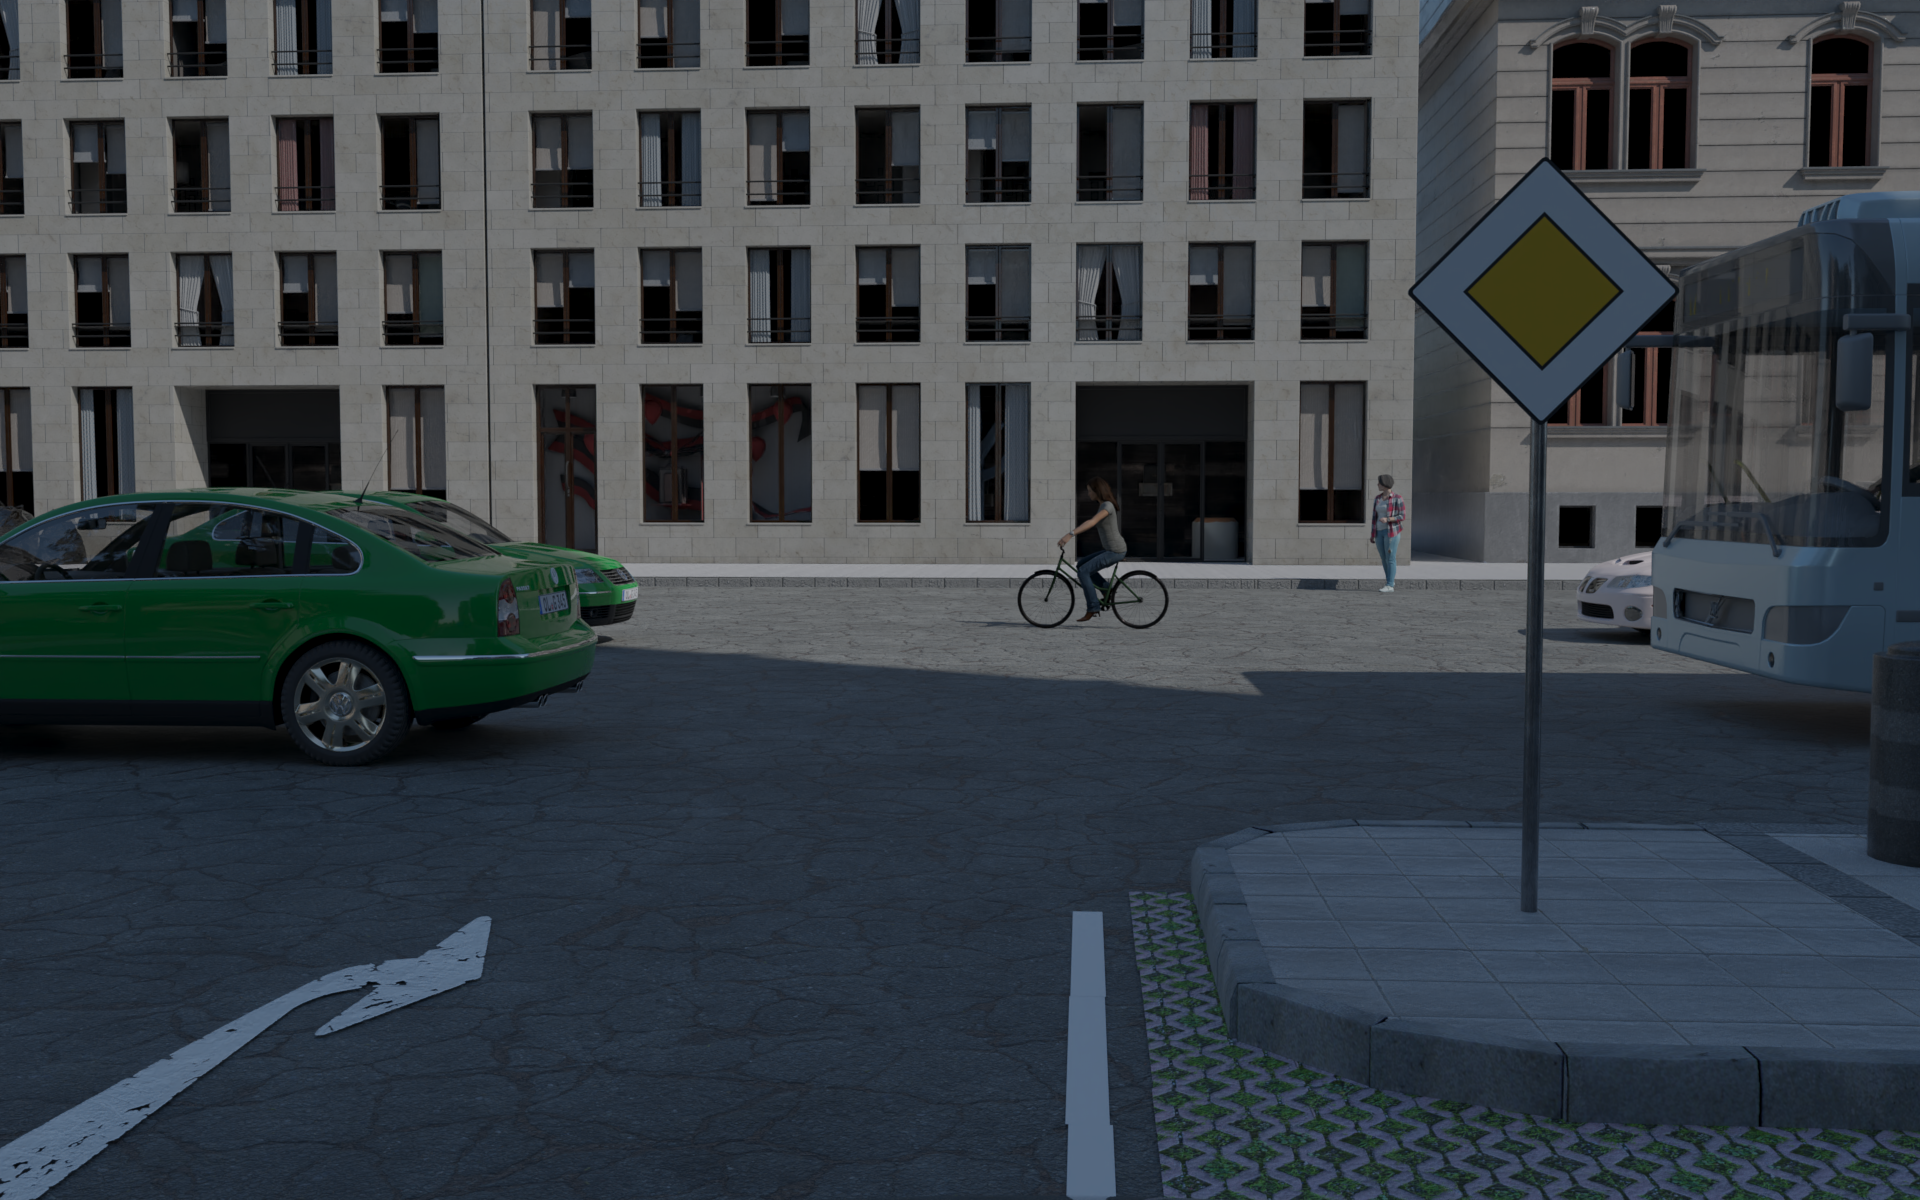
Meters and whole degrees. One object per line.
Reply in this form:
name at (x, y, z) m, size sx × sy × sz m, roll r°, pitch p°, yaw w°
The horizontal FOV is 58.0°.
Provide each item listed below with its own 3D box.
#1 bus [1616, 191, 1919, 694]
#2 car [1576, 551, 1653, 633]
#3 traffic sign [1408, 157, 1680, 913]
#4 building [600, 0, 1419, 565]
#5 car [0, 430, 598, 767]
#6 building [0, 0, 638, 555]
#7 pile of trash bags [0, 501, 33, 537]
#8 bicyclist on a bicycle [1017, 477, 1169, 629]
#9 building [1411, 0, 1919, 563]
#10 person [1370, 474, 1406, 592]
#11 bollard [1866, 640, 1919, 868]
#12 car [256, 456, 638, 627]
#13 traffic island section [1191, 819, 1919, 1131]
bus at (10.460, -0.958, 10.517) m, size 13.247 × 3.499 × 2.948 m, roll 0°, pitch 4°, yaw 3°
car at (8.581, -0.285, 17.027) m, size 4.827 × 1.381 × 2.083 m, roll 0°, pitch 4°, yaw 3°
traffic sign at (1.748, -0.099, 5.267) m, size 0.795 × 2.450 × 0.064 m, roll 0°, pitch 4°, yaw 4°
building at (0.068, -11.095, 36.156) m, size 16.860 × 20.320 × 10.420 m, roll 0°, pitch 4°, yaw 4°
car at (-4.530, -0.073, 9.983) m, size 4.718 × 1.807 × 1.959 m, roll 0°, pitch 4°, yaw 4°
building at (-16.748, -11.170, 37.373) m, size 16.860 × 20.320 × 10.420 m, roll 0°, pitch 4°, yaw 4°
pile of trash bags at (-17.509, -1.284, 30.740) m, size 1.912 × 1.369 × 3.447 m, roll 2°, pitch 4°, yaw 29°
bicyclist on a bicycle at (1.407, -0.510, 18.354) m, size 1.625 × 1.676 × 1.499 m, roll 0°, pitch 4°, yaw 4°
building at (21.281, -15.250, 36.726) m, size 23.554 × 28.519 × 14.401 m, roll 0°, pitch 4°, yaw 4°
person at (6.296, -0.984, 25.423) m, size 0.643 × 1.720 × 0.563 m, roll -2°, pitch 4°, yaw -35°
bollard at (3.413, 0.529, 6.071) m, size 0.404 × 0.777 × 0.398 m, roll 0°, pitch 3°, yaw 0°
car at (-5.491, -0.487, 16.757) m, size 4.718 × 1.807 × 1.959 m, roll 0°, pitch 4°, yaw 5°
traffic island section at (1.772, 1.036, 5.342) m, size 2.009 × 0.180 × 2.903 m, roll 0°, pitch 4°, yaw 4°
